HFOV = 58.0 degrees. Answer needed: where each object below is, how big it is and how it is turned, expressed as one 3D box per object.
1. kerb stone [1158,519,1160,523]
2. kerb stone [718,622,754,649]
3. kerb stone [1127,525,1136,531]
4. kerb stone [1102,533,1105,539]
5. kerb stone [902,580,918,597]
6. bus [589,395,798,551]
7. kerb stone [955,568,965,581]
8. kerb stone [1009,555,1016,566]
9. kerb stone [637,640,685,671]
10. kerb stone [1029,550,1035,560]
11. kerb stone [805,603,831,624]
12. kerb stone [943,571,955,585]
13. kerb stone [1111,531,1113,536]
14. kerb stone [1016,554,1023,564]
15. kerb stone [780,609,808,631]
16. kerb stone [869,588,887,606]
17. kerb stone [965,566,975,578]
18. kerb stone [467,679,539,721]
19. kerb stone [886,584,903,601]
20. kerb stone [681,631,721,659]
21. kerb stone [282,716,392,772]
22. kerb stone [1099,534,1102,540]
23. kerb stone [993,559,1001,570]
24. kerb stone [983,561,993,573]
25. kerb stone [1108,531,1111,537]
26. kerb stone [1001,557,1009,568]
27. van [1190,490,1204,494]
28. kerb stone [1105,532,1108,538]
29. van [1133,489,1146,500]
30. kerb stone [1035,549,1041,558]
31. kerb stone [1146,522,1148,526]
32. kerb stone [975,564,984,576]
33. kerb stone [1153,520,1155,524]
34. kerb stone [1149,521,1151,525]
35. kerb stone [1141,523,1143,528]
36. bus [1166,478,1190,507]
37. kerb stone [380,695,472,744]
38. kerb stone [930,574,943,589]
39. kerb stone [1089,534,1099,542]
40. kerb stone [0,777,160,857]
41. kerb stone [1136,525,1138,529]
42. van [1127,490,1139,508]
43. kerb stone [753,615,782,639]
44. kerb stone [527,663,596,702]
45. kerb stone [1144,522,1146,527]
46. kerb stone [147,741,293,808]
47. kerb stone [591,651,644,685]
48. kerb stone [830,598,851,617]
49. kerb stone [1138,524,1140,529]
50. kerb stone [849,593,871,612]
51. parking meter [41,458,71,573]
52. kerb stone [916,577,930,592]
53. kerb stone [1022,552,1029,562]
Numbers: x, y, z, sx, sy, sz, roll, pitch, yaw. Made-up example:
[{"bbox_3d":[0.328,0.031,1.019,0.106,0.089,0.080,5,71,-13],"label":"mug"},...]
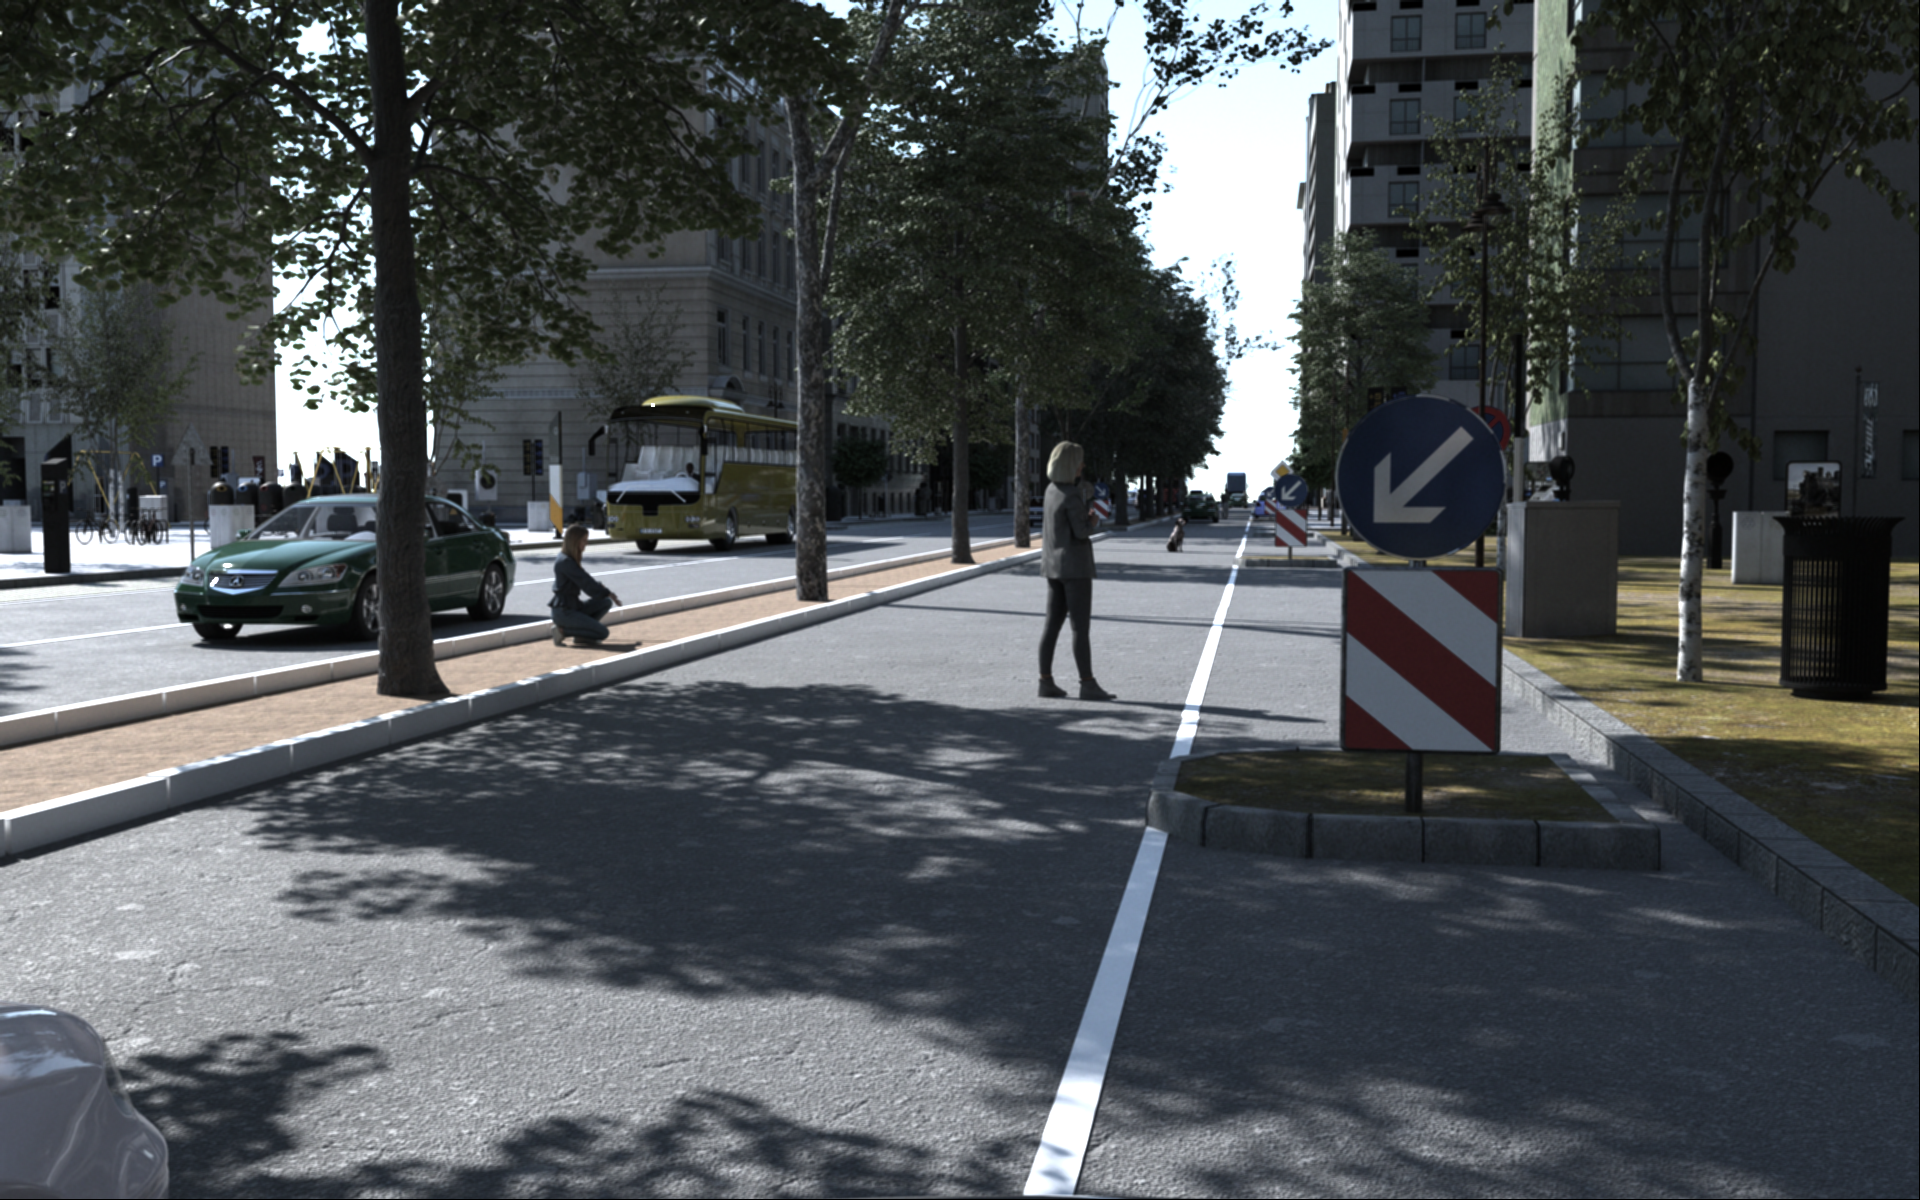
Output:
[{"bbox_3d":[9.557,-3.822,84.679,0.120,0.150,1.000,1,4,10],"label":"kerb stone"},{"bbox_3d":[-2.183,0.350,16.477,0.120,0.150,1.000,1,4,10],"label":"kerb stone"},{"bbox_3d":[6.774,-2.834,68.531,0.120,0.150,1.000,1,4,10],"label":"kerb stone"},{"bbox_3d":[4.416,-1.998,54.856,0.120,0.150,1.000,1,4,10],"label":"kerb stone"},{"bbox_3d":[-0.789,-0.145,24.561,0.120,0.150,1.000,1,4,10],"label":"kerb stone"},{"bbox_3d":[-6.447,-3.382,46.842,2.896,3.916,12.252,1,4,9],"label":"bus"},{"bbox_3d":[-0.106,-0.391,28.601,0.120,0.150,1.000,1,4,10],"label":"kerb stone"},{"bbox_3d":[0.939,-0.759,34.660,0.120,0.150,1.000,1,4,10],"label":"kerb stone"},{"bbox_3d":[-2.539,0.473,14.459,0.120,0.150,1.000,1,4,10],"label":"kerb stone"},{"bbox_3d":[1.461,-0.948,37.699,0.120,0.150,1.000,1,4,10],"label":"kerb stone"},{"bbox_3d":[-1.664,0.165,19.506,0.120,0.150,1.000,1,4,10],"label":"kerb stone"},{"bbox_3d":[-0.269,-0.330,27.589,0.120,0.150,1.000,1,4,10],"label":"kerb stone"},{"bbox_3d":[4.942,-2.183,57.893,0.120,0.150,1.000,1,4,10],"label":"kerb stone"},{"bbox_3d":[1.111,-0.821,35.669,0.120,0.150,1.000,1,4,10],"label":"kerb stone"},{"bbox_3d":[-1.841,0.226,18.493,0.120,0.150,1.000,1,4,10],"label":"kerb stone"},{"bbox_3d":[-1.142,-0.018,22.542,0.120,0.150,1.000,1,4,10],"label":"kerb stone"},{"bbox_3d":[0.071,-0.451,29.609,0.120,0.150,1.000,1,4,10],"label":"kerb stone"},{"bbox_3d":[-3.054,0.663,11.424,0.120,0.150,1.000,1,4,10],"label":"kerb stone"},{"bbox_3d":[-0.965,-0.083,23.555,0.120,0.150,1.000,1,4,10],"label":"kerb stone"},{"bbox_3d":[-2.368,0.411,15.471,0.120,0.150,1.000,1,4,10],"label":"kerb stone"},{"bbox_3d":[-3.404,0.783,9.408,0.120,0.150,1.000,1,4,10],"label":"kerb stone"},{"bbox_3d":[4.245,-1.936,53.847,0.120,0.150,1.000,1,4,10],"label":"kerb stone"},{"bbox_3d":[0.591,-0.639,32.638,0.120,0.150,1.000,1,4,10],"label":"kerb stone"},{"bbox_3d":[0.415,-0.577,31.631,0.120,0.150,1.000,1,4,10],"label":"kerb stone"},{"bbox_3d":[4.764,-2.121,56.878,0.120,0.150,1.000,1,4,10],"label":"kerb stone"},{"bbox_3d":[0.770,-0.695,33.648,0.120,0.150,1.000,1,4,10],"label":"kerb stone"},{"bbox_3d":[33.056,-14.519,241.774,2.240,2.365,5.245,1,4,11],"label":"van"},{"bbox_3d":[4.584,-2.059,55.864,0.120,0.150,1.000,1,4,10],"label":"kerb stone"},{"bbox_3d":[21.269,-12.250,204.663,2.240,2.365,5.245,1,4,9],"label":"van"},{"bbox_3d":[1.641,-1.010,38.705,0.120,0.150,1.000,1,4,10],"label":"kerb stone"},{"bbox_3d":[7.986,-3.266,75.602,0.120,0.150,1.000,1,4,10],"label":"kerb stone"},{"bbox_3d":[0.249,-0.510,30.616,0.120,0.150,1.000,1,4,10],"label":"kerb stone"},{"bbox_3d":[8.862,-3.573,80.648,0.120,0.150,1.000,1,4,10],"label":"kerb stone"},{"bbox_3d":[8.342,-3.390,77.623,0.120,0.150,1.000,1,4,10],"label":"kerb stone"},{"bbox_3d":[7.466,-3.080,72.568,0.120,0.150,1.000,1,4,10],"label":"kerb stone"},{"bbox_3d":[24.685,-12.398,197.569,2.948,3.499,13.247,1,4,10],"label":"bus"},{"bbox_3d":[-3.232,0.720,10.416,0.120,0.150,1.000,1,4,10],"label":"kerb stone"},{"bbox_3d":[-0.451,-0.268,26.582,0.120,0.150,1.000,1,4,10],"label":"kerb stone"},{"bbox_3d":[4.073,-1.874,52.839,0.120,0.150,1.000,1,4,10],"label":"kerb stone"},{"bbox_3d":[-3.746,0.913,7.387,0.120,0.150,1.000,1,4,10],"label":"kerb stone"},{"bbox_3d":[6.943,-2.896,69.540,0.120,0.150,1.000,1,4,10],"label":"kerb stone"},{"bbox_3d":[17.404,-10.399,177.039,2.013,2.044,4.112,1,4,10],"label":"van"},{"bbox_3d":[-2.016,0.288,17.485,0.120,0.150,1.000,1,4,10],"label":"kerb stone"},{"bbox_3d":[-2.881,0.597,12.431,0.120,0.150,1.000,1,4,10],"label":"kerb stone"},{"bbox_3d":[7.814,-3.205,74.589,0.120,0.150,1.000,1,4,10],"label":"kerb stone"},{"bbox_3d":[-3.576,0.844,8.398,0.120,0.150,1.000,1,4,10],"label":"kerb stone"},{"bbox_3d":[-2.706,0.535,13.448,0.120,0.150,1.000,1,4,10],"label":"kerb stone"},{"bbox_3d":[-1.490,0.107,20.513,0.120,0.150,1.000,1,4,10],"label":"kerb stone"},{"bbox_3d":[7.121,-2.957,70.546,0.120,0.150,1.000,1,4,10],"label":"kerb stone"},{"bbox_3d":[-1.311,0.041,21.530,0.120,0.150,1.000,1,4,10],"label":"kerb stone"},{"bbox_3d":[-14.673,-1.369,28.099,0.255,1.863,0.399,0,4,3],"label":"parking meter"},{"bbox_3d":[-0.626,-0.206,25.571,0.120,0.150,1.000,1,4,10],"label":"kerb stone"},{"bbox_3d":[1.290,-0.883,36.683,0.120,0.150,1.000,1,4,10],"label":"kerb stone"}]
